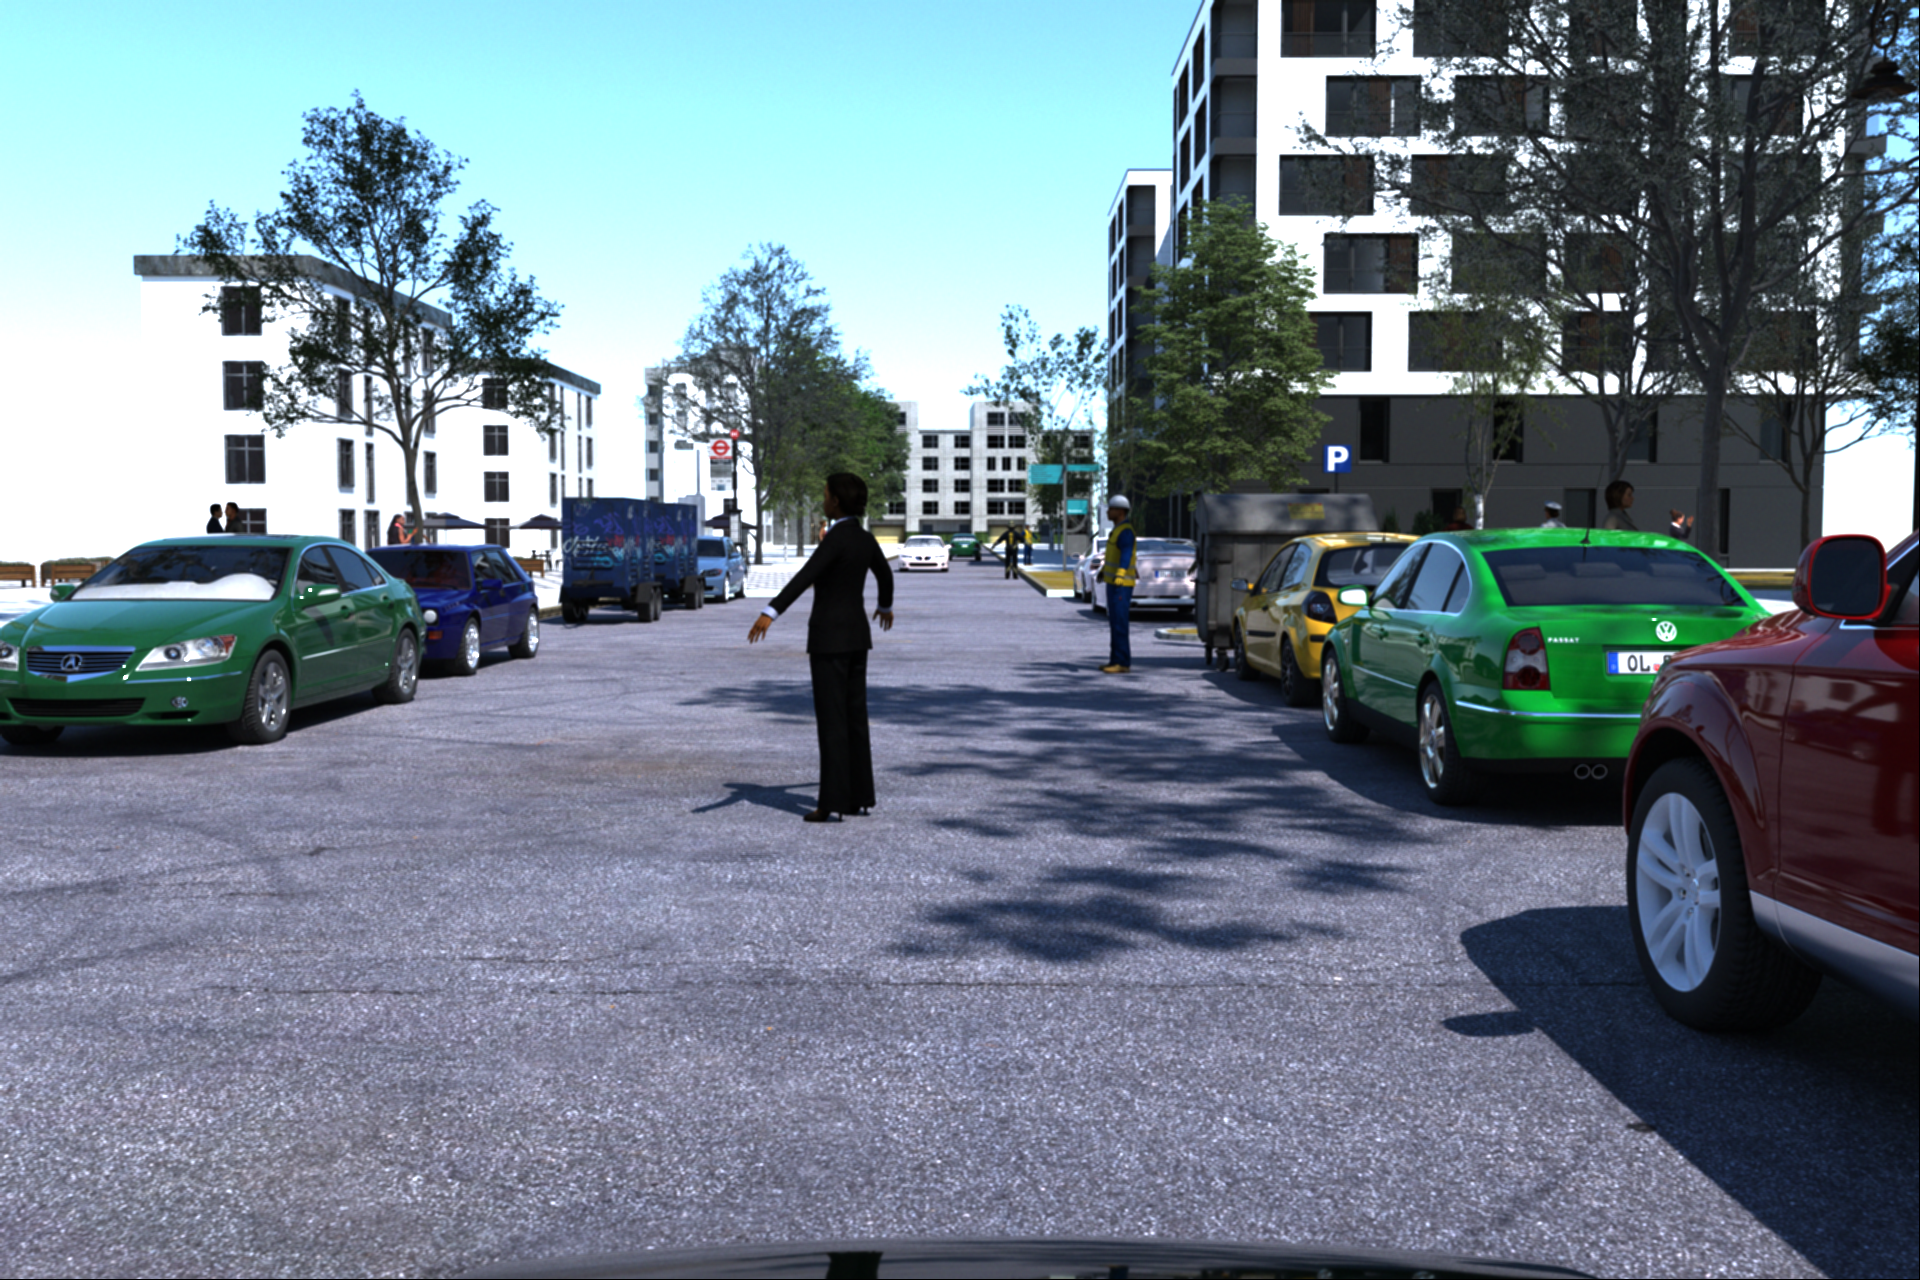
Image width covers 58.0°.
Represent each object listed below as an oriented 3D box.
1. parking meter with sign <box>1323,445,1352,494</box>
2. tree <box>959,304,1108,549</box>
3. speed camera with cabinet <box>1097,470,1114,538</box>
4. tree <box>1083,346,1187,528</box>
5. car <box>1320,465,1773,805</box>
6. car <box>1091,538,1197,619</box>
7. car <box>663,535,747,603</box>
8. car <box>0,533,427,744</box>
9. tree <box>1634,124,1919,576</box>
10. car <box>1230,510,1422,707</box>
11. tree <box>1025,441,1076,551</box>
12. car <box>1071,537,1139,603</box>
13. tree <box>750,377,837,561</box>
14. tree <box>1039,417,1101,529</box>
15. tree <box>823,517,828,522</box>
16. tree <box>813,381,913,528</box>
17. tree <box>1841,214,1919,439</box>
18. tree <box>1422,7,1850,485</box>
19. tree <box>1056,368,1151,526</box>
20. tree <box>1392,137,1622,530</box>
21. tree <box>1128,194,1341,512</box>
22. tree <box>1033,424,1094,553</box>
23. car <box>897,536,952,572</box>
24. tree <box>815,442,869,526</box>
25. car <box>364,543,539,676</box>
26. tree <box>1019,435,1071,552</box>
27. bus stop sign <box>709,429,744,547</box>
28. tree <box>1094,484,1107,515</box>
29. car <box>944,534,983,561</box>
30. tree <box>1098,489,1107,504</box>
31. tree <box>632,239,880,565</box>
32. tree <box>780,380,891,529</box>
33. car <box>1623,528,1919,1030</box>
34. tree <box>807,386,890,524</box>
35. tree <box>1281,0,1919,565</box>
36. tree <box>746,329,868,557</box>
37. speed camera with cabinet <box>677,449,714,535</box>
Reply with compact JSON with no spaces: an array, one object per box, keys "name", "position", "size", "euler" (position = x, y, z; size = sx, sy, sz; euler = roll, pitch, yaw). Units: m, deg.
[{"name":"parking meter with sign","position":[7.355,-2.250,33.056],"size":[0.543,3.016,1.738],"euler":[0,4,0]},{"name":"tree","position":[6.252,-17.637,144.258],"size":[12.611,20.169,13.585],"euler":[0,3,0]},{"name":"speed camera with cabinet","position":[4.618,-3.601,53.206],"size":[0.660,3.252,2.038],"euler":[0,4,-1]},{"name":"tree","position":[6.644,-7.200,68.079],"size":[4.360,8.622,3.978],"euler":[0,3,0]},{"name":"car","position":[3.399,-0.105,10.505],"size":[1.959,1.807,4.718],"euler":[0,4,1]},{"name":"car","position":[3.368,-1.094,30.248],"size":[2.083,1.381,4.827],"euler":[0,4,-1]},{"name":"car","position":[-5.668,-1.553,37.393],"size":[2.014,1.417,4.499],"euler":[0,4,1]},{"name":"car","position":[-5.592,-0.093,13.315],"size":[2.131,1.459,4.920],"euler":[0,4,0]},{"name":"tree","position":[25.781,-8.704,52.688],"size":[12.009,13.543,11.850],"euler":[0,3,0]},{"name":"car","position":[3.558,-0.341,15.796],"size":[2.015,1.641,3.980],"euler":[0,4,0]},{"name":"tree","position":[7.007,-11.212,133.685],"size":[4.737,8.622,4.395],"euler":[0,3,0]},{"name":"car","position":[3.488,-1.540,37.538],"size":[2.083,1.381,4.827],"euler":[0,3,0]},{"name":"tree","position":[-8.380,-7.980,80.843],"size":[4.360,8.622,3.978],"euler":[0,3,0]},{"name":"tree","position":[7.029,-9.671,108.490],"size":[4.360,8.622,3.978],"euler":[0,3,0]},{"name":"tree","position":[-20.050,-19.313,233.899],"size":[7.486,12.596,7.792],"euler":[0,3,0]},{"name":"tree","position":[-8.467,-14.628,145.828],"size":[9.857,13.997,8.962],"euler":[0,3,0]},{"name":"tree","position":[24.665,-6.509,40.835],"size":[7.601,10.594,8.767],"euler":[0,4,3]},{"name":"tree","position":[15.587,-7.977,40.786],"size":[12.009,13.543,11.850],"euler":[0,3,0]},{"name":"tree","position":[6.821,-7.718,76.559],"size":[4.360,8.622,3.978],"euler":[0,3,0]},{"name":"tree","position":[9.738,-5.061,33.117],"size":[4.360,8.622,3.978],"euler":[0,3,0]},{"name":"tree","position":[9.200,-8.587,58.528],"size":[7.486,12.596,7.792],"euler":[0,3,0]},{"name":"tree","position":[6.912,-10.152,116.346],"size":[4.737,8.622,4.395],"euler":[0,3,0]},{"name":"car","position":[-1.364,-3.312,66.512],"size":[2.083,1.381,4.827],"euler":[0,3,0]},{"name":"tree","position":[-8.207,-10.490,121.880],"size":[4.737,8.622,4.395],"euler":[0,3,0]},{"name":"car","position":[-5.775,-0.374,18.690],"size":[1.945,1.354,3.894],"euler":[0,3,0]},{"name":"tree","position":[6.555,-10.750,126.129],"size":[4.737,8.622,4.395],"euler":[0,3,0]},{"name":"bus stop sign","position":[-5.954,-3.394,44.190],"size":[0.855,3.939,0.416],"euler":[0,4,2]},{"name":"tree","position":[20.393,-17.501,236.510],"size":[4.360,8.622,3.978],"euler":[0,3,0]},{"name":"car","position":[0.206,-5.030,94.034],"size":[2.131,1.459,4.920],"euler":[0,4,-1]},{"name":"tree","position":[20.565,-17.245,232.318],"size":[4.737,8.622,4.395],"euler":[0,3,0]},{"name":"tree","position":[-8.214,-9.852,71.448],"size":[12.009,13.543,11.850],"euler":[0,3,0]},{"name":"tree","position":[-8.172,-11.227,109.321],"size":[9.928,11.665,9.643],"euler":[0,3,0]},{"name":"car","position":[3.108,0.321,3.417],"size":[2.281,1.827,5.304],"euler":[0,4,-1]},{"name":"tree","position":[-8.855,-13.069,131.811],"size":[7.486,12.596,7.792],"euler":[0,3,0]},{"name":"tree","position":[9.645,-6.827,21.996],"size":[12.009,13.543,11.850],"euler":[0,3,0]},{"name":"tree","position":[-8.565,-10.861,95.703],"size":[7.486,12.596,7.792],"euler":[0,3,0]},{"name":"speed camera with cabinet","position":[-6.264,-2.854,40.999],"size":[0.660,3.252,2.038],"euler":[0,4,0]}]
